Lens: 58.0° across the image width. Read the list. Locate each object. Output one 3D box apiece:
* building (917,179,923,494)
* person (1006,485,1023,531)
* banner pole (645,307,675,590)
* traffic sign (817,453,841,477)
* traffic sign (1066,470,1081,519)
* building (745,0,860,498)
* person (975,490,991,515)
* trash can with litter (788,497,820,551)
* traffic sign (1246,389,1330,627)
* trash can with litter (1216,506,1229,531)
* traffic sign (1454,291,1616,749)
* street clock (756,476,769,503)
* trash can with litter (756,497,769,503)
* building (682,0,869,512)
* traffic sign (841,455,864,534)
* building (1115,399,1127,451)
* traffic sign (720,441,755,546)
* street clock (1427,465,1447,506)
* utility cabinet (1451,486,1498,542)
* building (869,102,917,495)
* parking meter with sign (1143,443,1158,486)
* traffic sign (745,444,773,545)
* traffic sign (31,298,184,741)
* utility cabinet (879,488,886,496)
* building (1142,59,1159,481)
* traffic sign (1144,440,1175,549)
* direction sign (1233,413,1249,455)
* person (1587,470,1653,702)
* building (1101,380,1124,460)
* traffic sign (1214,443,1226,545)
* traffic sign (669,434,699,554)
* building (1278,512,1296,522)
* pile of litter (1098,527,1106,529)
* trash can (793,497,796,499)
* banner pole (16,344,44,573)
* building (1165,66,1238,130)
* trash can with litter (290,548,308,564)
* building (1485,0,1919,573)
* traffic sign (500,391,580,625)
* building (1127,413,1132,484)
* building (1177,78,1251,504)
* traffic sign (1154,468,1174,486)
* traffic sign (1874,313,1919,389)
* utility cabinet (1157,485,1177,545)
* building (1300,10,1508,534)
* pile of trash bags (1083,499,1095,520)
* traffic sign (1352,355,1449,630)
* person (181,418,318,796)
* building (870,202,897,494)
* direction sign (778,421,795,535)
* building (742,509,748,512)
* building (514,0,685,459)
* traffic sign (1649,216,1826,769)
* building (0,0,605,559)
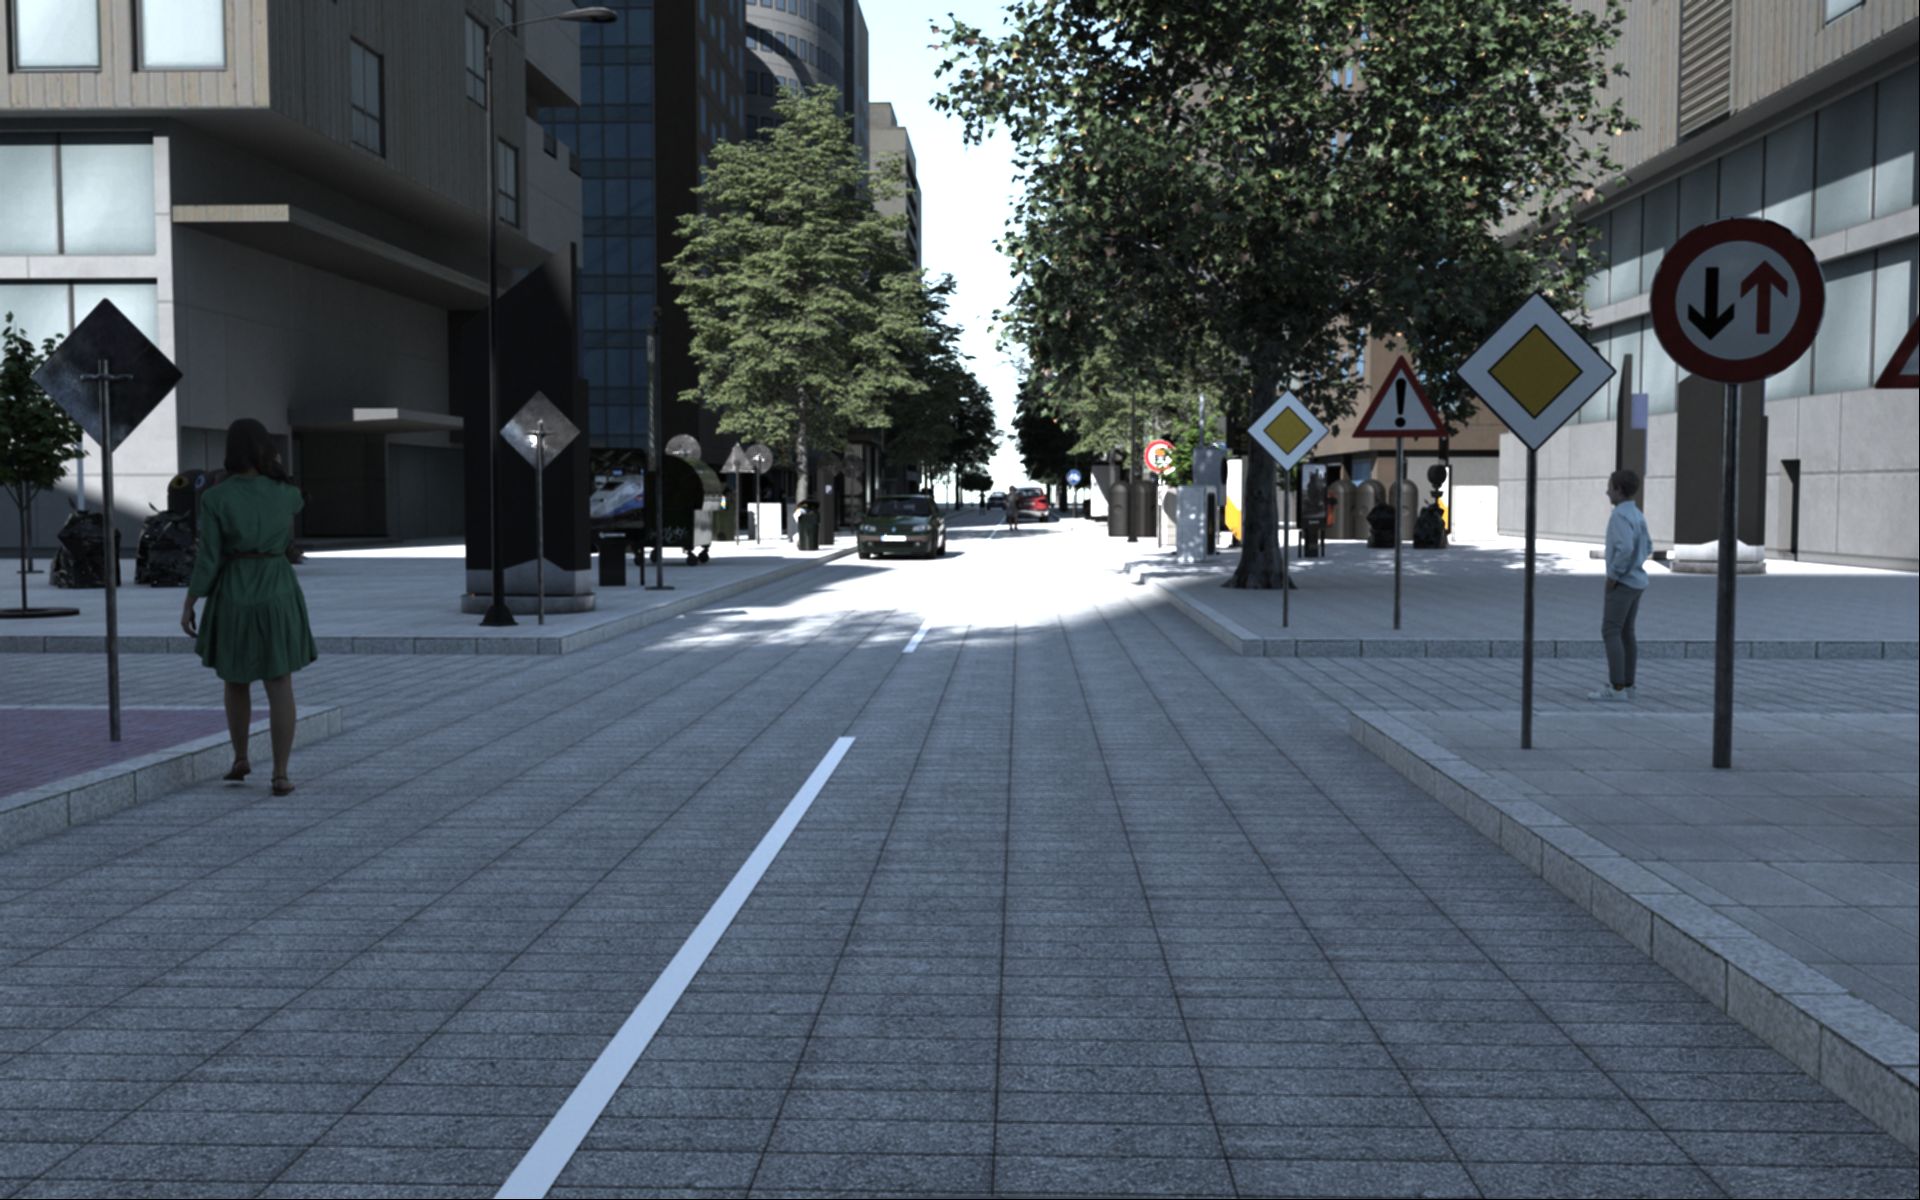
[{"bbox_3d":[-12.449,-35.838,236.066,14.600,45.320,14.200,0,4,2],"label":"building"},{"bbox_3d":[2.175,-3.604,67.777,0.716,1.782,0.532,2,4,35],"label":"person"},{"bbox_3d":[-4.055,-2.017,22.994,0.401,3.779,0.863,0,4,3],"label":"banner pole"},{"bbox_3d":[-4.070,-3.286,53.826,0.768,2.556,0.104,0,4,5],"label":"traffic sign"},{"bbox_3d":[5.944,-5.527,90.467,0.768,2.556,0.104,1,4,9],"label":"traffic sign"},{"bbox_3d":[-19.397,-35.992,130.466,21.231,58.520,28.212,0,4,2],"label":"building"},{"bbox_3d":[1.567,-6.736,119.418,1.217,1.735,0.721,1,4,22],"label":"person"},{"bbox_3d":[-3.530,-1.708,39.318,0.624,1.170,1.055,-1,4,-17],"label":"trash can with litter"},{"bbox_3d":[3.135,-0.795,16.642,0.795,2.450,0.064,0,4,2],"label":"traffic sign"},{"bbox_3d":[8.997,-2.996,60.367,1.055,1.170,0.624,-2,4,-26],"label":"trash can with litter"},{"bbox_3d":[2.850,-0.307,8.662,0.795,2.450,0.064,0,4,2],"label":"traffic sign"},{"bbox_3d":[-7.727,-3.864,67.747,0.471,2.002,0.358,-2,4,-25],"label":"street clock"},{"bbox_3d":[-8.278,-3.680,71.553,0.624,1.170,1.055,-2,4,-28],"label":"trash can with litter"},{"bbox_3d":[-15.442,-30.717,152.332,14.600,45.320,14.200,0,4,2],"label":"building"},{"bbox_3d":[-3.478,-3.411,55.874,0.768,2.556,0.104,0,4,5],"label":"traffic sign"},{"bbox_3d":[30.699,-36.283,212.837,23.786,49.044,30.456,0,4,2],"label":"building"},{"bbox_3d":[-5.499,-2.616,42.781,0.884,2.594,0.081,1,4,9],"label":"traffic sign"},{"bbox_3d":[11.876,-2.359,43.137,0.471,2.002,0.358,-2,4,-32],"label":"street clock"},{"bbox_3d":[13.717,-2.294,46.180,1.173,1.500,0.318,-1,4,-11],"label":"utility cabinet"},{"bbox_3d":[-16.698,-36.363,218.240,21.300,48.544,21.600,0,4,2],"label":"building"},{"bbox_3d":[6.987,-3.903,60.073,1.738,3.016,0.543,-1,4,-20],"label":"parking meter with sign"},{"bbox_3d":[-5.103,-2.671,43.783,0.768,2.556,0.104,1,4,10],"label":"traffic sign"},{"bbox_3d":[-4.389,-0.324,8.940,0.795,2.450,0.064,0,4,2],"label":"traffic sign"},{"bbox_3d":[-3.220,-3.627,67.978,0.318,1.500,1.173,-1,4,-22],"label":"utility cabinet"},{"bbox_3d":[23.597,-28.626,151.629,14.154,41.232,14.086,0,4,2],"label":"building"},{"bbox_3d":[4.702,-2.483,40.699,0.768,2.556,0.104,0,4,3],"label":"traffic sign"},{"bbox_3d":[5.922,-2.628,34.960,0.876,3.537,0.379,-1,4,-12],"label":"direction sign"},{"bbox_3d":[4.651,-0.113,12.158,0.589,1.601,0.330,-3,5,-44],"label":"person"},{"bbox_3d":[30.724,-37.644,239.177,21.300,48.544,21.600,0,4,2],"label":"building"},{"bbox_3d":[6.495,-2.654,43.492,0.768,2.556,0.104,0,4,8],"label":"traffic sign"},{"bbox_3d":[-5.893,-2.249,36.870,0.768,2.556,0.104,0,4,3],"label":"traffic sign"},{"bbox_3d":[21.050,-24.471,83.694,14.154,41.232,14.086,0,4,2],"label":"building"},{"bbox_3d":[5.961,-3.053,63.875,1.719,0.858,1.176,2,4,34],"label":"pile of litter"},{"bbox_3d":[-8.595,-4.752,89.351,0.748,1.137,0.748,0,3,0],"label":"trash can"},{"bbox_3d":[-15.046,-2.318,27.914,0.401,3.779,0.863,-2,4,-28],"label":"banner pole"},{"bbox_3d":[26.749,-31.179,133.472,21.300,48.544,21.600,0,4,2],"label":"building"},{"bbox_3d":[-12.555,-1.252,31.851,1.055,1.170,0.624,0,4,-4],"label":"trash can with litter"},{"bbox_3d":[28.231,-27.397,37.185,27.495,52.752,28.713,0,4,2],"label":"building"},{"bbox_3d":[-4.104,-0.812,16.920,0.795,2.450,0.064,0,4,2],"label":"traffic sign"},{"bbox_3d":[25.470,-31.035,191.018,14.154,41.232,14.086,0,4,2],"label":"building"},{"bbox_3d":[26.204,-48.526,106.065,22.319,86.520,31.000,0,4,2],"label":"building"},{"bbox_3d":[5.683,-2.943,48.224,0.768,2.556,0.104,1,4,11],"label":"traffic sign"},{"bbox_3d":[5.060,-0.536,8.761,0.884,2.594,0.081,0,4,6],"label":"traffic sign"},{"bbox_3d":[5.382,-2.113,43.233,0.318,1.500,1.173,3,5,43],"label":"utility cabinet"},{"bbox_3d":[20.345,-25.160,61.479,14.600,45.320,14.200,0,4,2],"label":"building"},{"bbox_3d":[7.945,-4.930,90.363,1.912,1.369,3.447,2,4,26],"label":"pile of trash bags"},{"bbox_3d":[4.140,-0.999,16.330,0.884,2.594,0.081,1,4,10],"label":"traffic sign"},{"bbox_3d":[-3.407,0.025,8.346,0.600,1.795,0.529,-3,4,-38],"label":"person"},{"bbox_3d":[-22.981,-30.827,195.895,32.217,40.220,23.993,0,4,2],"label":"building"},{"bbox_3d":[-5.430,-3.811,54.307,0.379,3.537,0.876,2,4,28],"label":"direction sign"},{"bbox_3d":[-26.111,-25.232,104.419,32.217,40.220,23.993,0,4,2],"label":"building"},{"bbox_3d":[-18.397,-26.553,84.253,14.600,45.320,14.200,0,4,2],"label":"building"},{"bbox_3d":[3.577,-0.486,8.053,0.768,2.556,0.104,1,4,9],"label":"traffic sign"},{"bbox_3d":[-26.108,-27.899,45.384,28.713,52.752,27.495,0,4,2],"label":"building"}]
